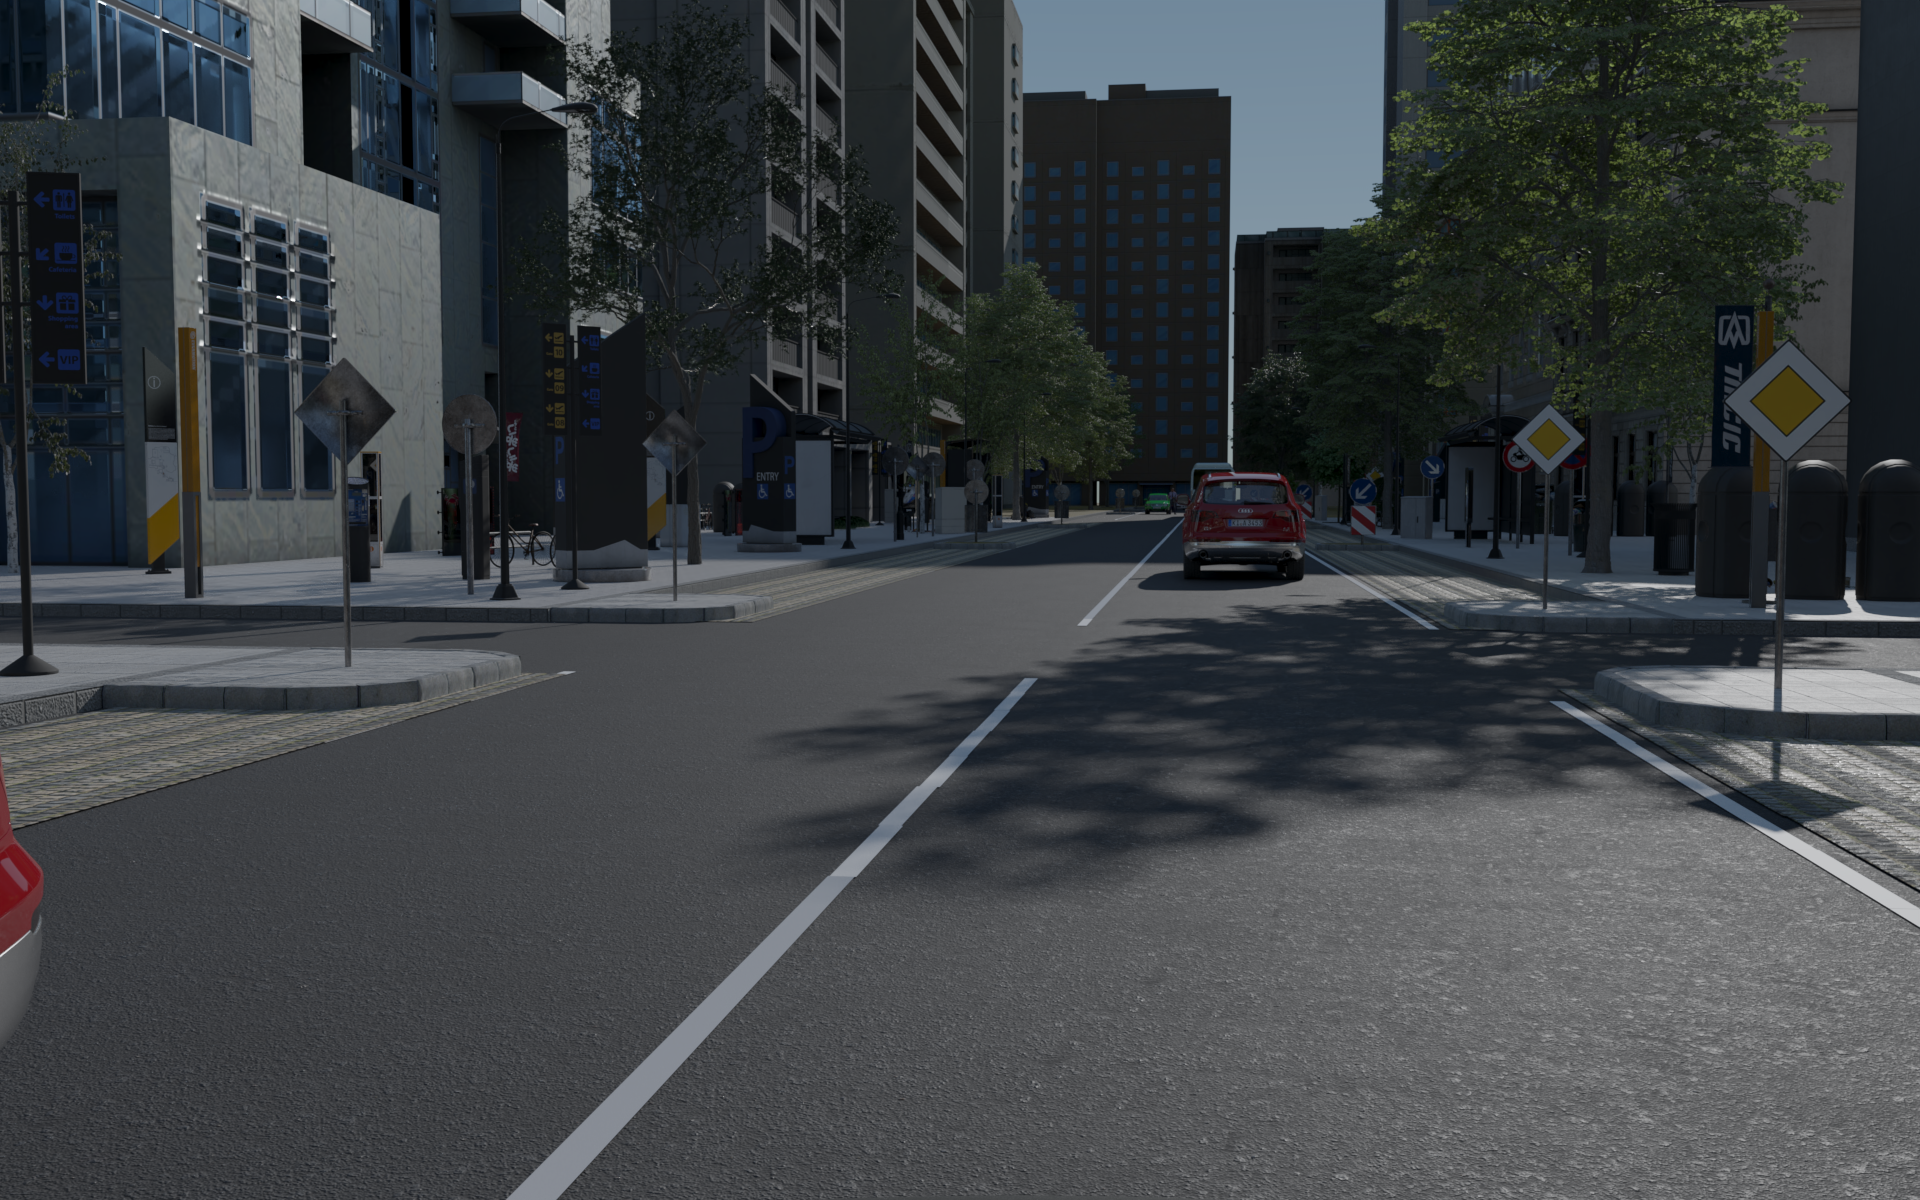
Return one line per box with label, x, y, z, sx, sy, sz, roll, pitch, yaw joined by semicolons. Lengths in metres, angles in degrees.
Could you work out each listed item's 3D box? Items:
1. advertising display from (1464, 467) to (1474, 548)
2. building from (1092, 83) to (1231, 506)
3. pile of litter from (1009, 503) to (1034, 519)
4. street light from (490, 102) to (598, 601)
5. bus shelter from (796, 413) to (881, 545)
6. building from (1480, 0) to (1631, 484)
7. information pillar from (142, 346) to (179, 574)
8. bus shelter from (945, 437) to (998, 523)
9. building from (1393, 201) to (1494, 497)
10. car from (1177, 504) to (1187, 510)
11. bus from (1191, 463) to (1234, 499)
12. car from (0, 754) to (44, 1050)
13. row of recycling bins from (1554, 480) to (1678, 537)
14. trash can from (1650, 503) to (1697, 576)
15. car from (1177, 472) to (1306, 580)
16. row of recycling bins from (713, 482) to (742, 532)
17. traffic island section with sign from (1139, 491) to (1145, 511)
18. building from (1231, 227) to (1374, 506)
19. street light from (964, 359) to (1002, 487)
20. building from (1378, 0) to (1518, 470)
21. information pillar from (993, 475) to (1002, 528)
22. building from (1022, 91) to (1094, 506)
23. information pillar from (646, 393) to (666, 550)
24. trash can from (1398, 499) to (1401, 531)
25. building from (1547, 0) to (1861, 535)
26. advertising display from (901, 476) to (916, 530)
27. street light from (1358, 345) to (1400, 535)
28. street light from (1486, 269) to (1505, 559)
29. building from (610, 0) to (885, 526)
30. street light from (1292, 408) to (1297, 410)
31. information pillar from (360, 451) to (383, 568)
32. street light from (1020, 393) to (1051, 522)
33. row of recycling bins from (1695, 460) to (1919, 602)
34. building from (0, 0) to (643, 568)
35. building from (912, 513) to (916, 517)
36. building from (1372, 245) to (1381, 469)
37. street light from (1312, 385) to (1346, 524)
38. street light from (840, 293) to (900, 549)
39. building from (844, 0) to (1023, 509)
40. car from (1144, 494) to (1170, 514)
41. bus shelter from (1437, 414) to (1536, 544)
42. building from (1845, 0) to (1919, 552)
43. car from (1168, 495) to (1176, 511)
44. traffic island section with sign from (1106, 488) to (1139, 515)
advertising display;12.284;-2.239;41.820;0.123;1.923;0.974;1;4;12
building;22.627;-33.151;192.137;14.200;45.320;14.600;0;4;8
pile of litter;3.210;-4.729;91.290;1.719;0.858;1.176;-1;4;-12
street light;-4.982;-2.949;20.754;1.470;5.913;1.316;0;4;8
bus shelter;-3.588;-3.185;45.991;2.014;3.302;5.546;0;4;8
building;32.995;-18.060;81.189;13.634;28.700;20.117;0;4;8
information pillar;-12.812;-2.226;27.752;0.183;3.616;0.504;3;5;42
bus shelter;0.479;-5.117;74.947;1.731;3.624;6.357;1;4;8
building;44.356;-16.513;115.021;27.650;21.520;28.899;0;4;8
car;19.653;-8.877;157.505;2.083;1.381;4.827;1;4;9
bus;15.996;-6.967;108.774;2.948;3.499;13.247;1;4;9
car;-2.824;0.477;0.883;2.281;1.827;5.304;0;4;6
row of recycling bins;19.872;-2.774;52.472;3.534;1.692;1.069;0;4;7
trash can;11.298;-0.962;27.390;0.748;1.137;0.748;0;3;0
car;4.966;-1.341;30.597;2.281;1.827;5.304;0;4;8
row of recycling bins;-6.726;-3.082;57.500;3.534;1.692;1.069;2;4;29
traffic island section with sign;15.172;-8.554;148.478;1.989;1.847;2.006;0;4;8
building;37.106;-25.614;190.485;14.107;30.474;14.160;0;4;8
street light;0.733;-5.340;59.855;1.470;5.913;1.316;0;4;8
building;45.643;-36.743;142.739;21.231;58.520;28.212;0;4;8
information pillar;1.423;-3.745;65.728;0.304;2.012;0.304;-1;4;-19
building;8.455;-33.228;193.384;14.200;45.320;14.600;0;4;8
information pillar;-6.959;-2.942;39.460;0.504;3.616;0.183;0;4;4
trash can;14.234;-2.661;55.166;0.748;1.137;0.748;0;3;0
building;27.892;-12.081;62.152;10.561;19.102;19.286;0;4;8
advertising display;-1.842;-3.423;61.176;0.123;1.923;0.974;2;4;27
street light;13.054;-4.975;53.875;1.470;5.913;1.316;0;4;8
street light;10.111;-3.780;34.336;1.470;5.913;1.316;0;4;8
building;-14.027;-39.103;77.584;20.563;71.187;20.611;0;4;8
street light;18.484;-7.369;93.017;1.470;5.913;1.316;0;4;8
information pillar;-10.163;-1.556;29.930;0.304;2.012;0.304;-1;4;-9
street light;3.491;-6.546;79.561;1.470;5.913;1.316;0;4;8
row of recycling bins;10.914;-0.858;21.135;3.534;1.692;1.069;1;4;18
building;-22.326;-44.743;44.214;22.319;86.520;31.000;0;4;8
building;-11.652;-29.650;108.487;21.300;48.544;21.600;0;4;8
building;50.990;-25.457;187.918;14.107;30.474;14.160;0;4;8
street light;15.749;-6.172;73.449;1.470;5.913;1.316;0;4;8
street light;-2.079;-4.144;40.298;1.470;5.913;1.316;0;4;8
building;-6.011;-32.458;154.382;21.600;48.544;21.300;0;4;8
car;14.160;-7.028;123.699;1.959;1.807;4.718;1;4;9
bus shelter;14.276;-3.232;46.765;2.014;3.302;5.546;0;4;8
building;30.723;-14.442;29.631;24.014;27.812;14.314;0;4;8
car;17.347;-8.185;146.407;1.945;1.354;3.894;1;4;9
traffic island section with sign;11.302;-6.902;121.470;1.989;1.847;2.006;0;4;8
